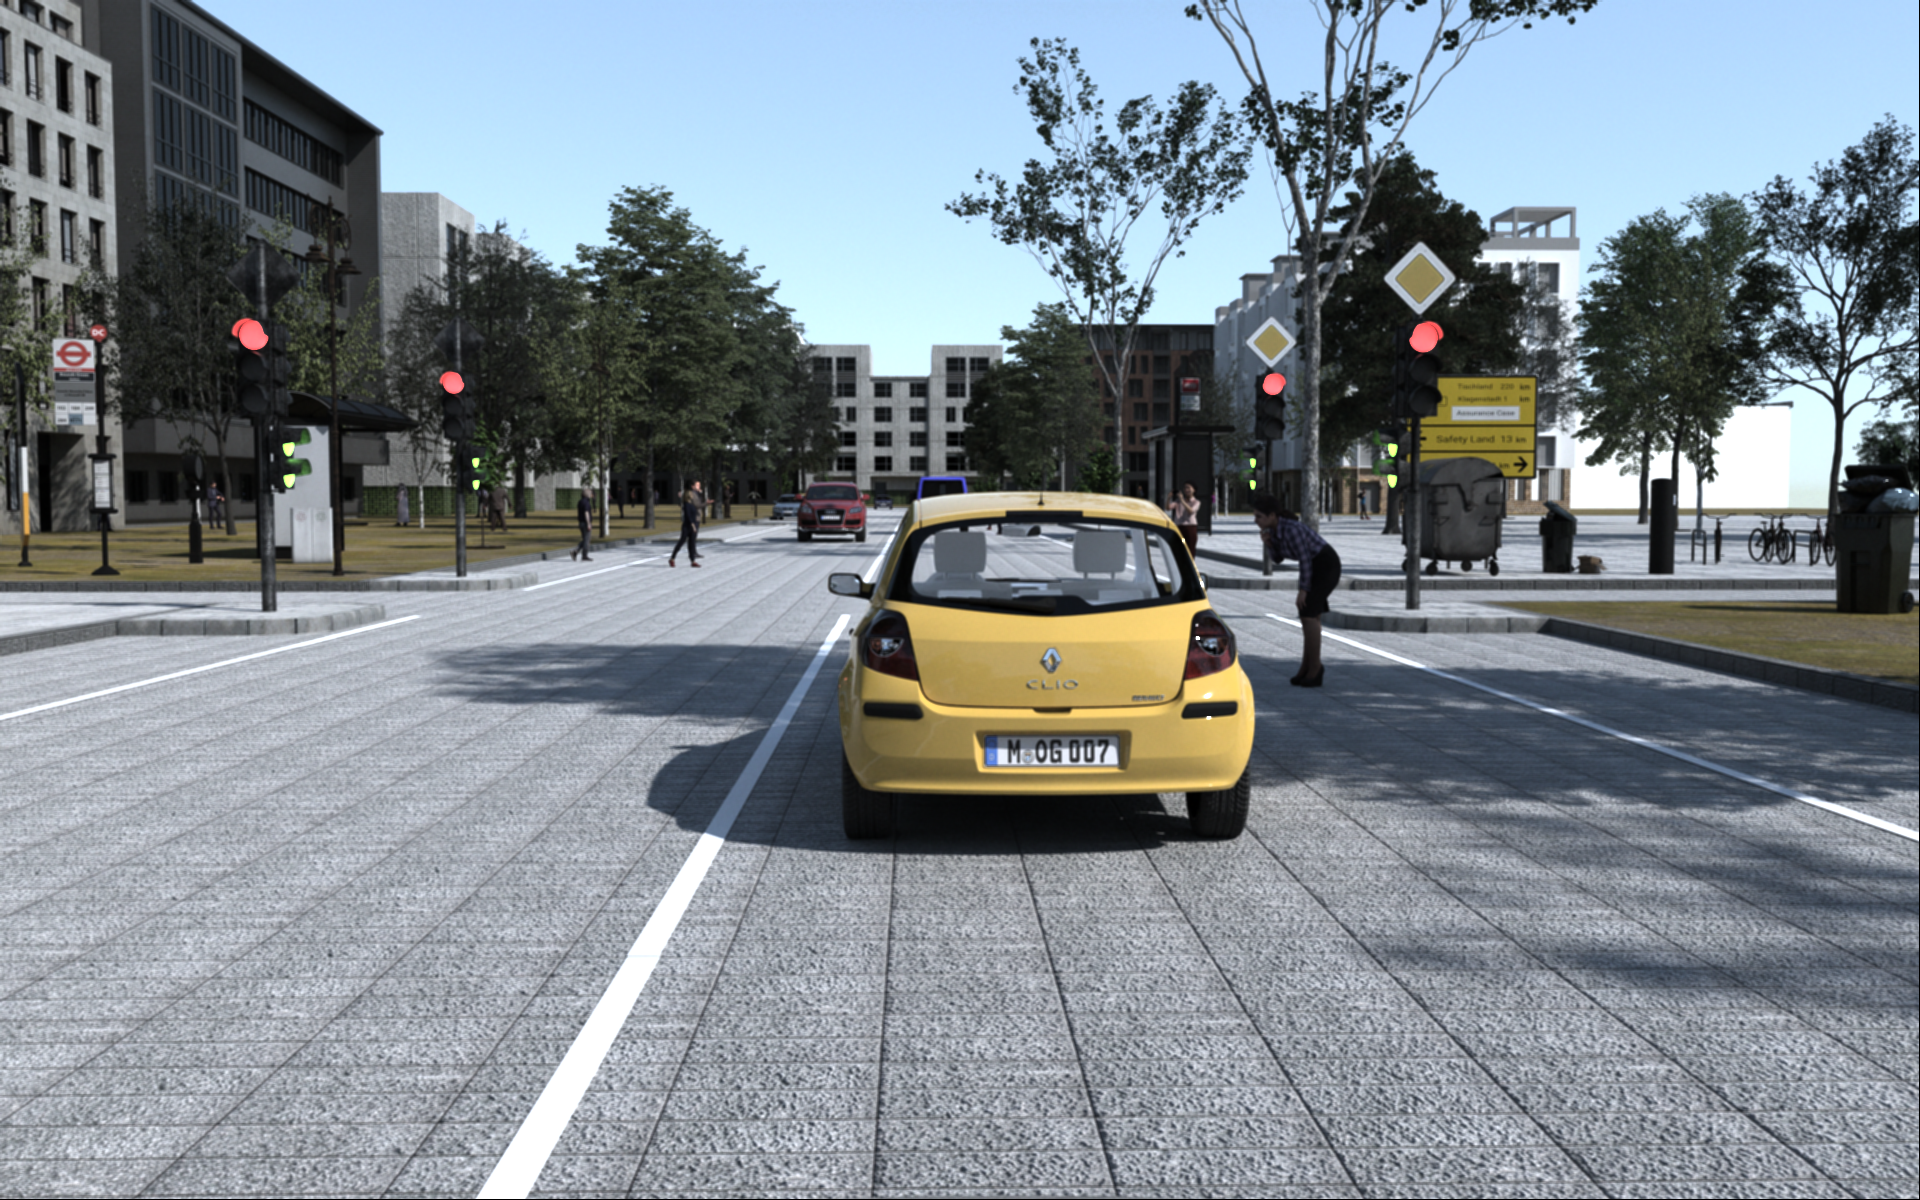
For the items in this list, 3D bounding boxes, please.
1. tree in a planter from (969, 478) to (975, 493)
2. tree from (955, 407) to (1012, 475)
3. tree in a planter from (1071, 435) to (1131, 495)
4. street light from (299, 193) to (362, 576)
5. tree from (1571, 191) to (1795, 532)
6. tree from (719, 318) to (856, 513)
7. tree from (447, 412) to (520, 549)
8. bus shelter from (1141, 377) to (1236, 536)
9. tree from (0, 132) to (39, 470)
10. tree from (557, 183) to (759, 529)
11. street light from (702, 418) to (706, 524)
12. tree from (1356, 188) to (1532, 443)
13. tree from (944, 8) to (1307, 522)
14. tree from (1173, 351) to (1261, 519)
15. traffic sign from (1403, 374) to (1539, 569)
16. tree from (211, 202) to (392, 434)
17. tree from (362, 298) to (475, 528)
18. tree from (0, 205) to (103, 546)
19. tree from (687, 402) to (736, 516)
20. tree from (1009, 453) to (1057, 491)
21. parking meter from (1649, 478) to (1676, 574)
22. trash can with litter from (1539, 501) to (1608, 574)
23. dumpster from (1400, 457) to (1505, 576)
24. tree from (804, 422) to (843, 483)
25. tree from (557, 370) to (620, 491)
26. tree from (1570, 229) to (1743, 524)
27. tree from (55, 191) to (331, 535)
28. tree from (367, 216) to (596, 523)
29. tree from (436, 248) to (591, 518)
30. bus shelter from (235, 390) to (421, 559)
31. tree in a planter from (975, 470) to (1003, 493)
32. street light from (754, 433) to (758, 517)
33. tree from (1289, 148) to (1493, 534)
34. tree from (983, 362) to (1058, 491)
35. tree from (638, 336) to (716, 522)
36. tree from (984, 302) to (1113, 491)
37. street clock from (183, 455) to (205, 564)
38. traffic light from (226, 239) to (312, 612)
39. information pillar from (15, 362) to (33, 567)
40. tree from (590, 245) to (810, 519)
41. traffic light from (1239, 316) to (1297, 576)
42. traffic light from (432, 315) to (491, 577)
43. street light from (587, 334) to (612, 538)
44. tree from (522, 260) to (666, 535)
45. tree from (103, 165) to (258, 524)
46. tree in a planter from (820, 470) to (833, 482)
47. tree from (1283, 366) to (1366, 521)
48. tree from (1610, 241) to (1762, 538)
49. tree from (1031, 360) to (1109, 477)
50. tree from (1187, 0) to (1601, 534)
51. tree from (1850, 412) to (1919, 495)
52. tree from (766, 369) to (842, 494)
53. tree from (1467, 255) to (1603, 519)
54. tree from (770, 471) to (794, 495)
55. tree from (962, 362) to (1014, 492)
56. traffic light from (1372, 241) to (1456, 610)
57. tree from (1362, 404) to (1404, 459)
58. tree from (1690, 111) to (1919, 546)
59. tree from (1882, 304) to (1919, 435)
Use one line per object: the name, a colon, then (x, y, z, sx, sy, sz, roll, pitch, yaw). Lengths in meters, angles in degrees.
tree in a planter: (1.704, -9.716, 156.077, 1.991, 3.239, 1.994, 0, 4, -1)
tree: (2.933, -14.852, 177.250, 7.601, 10.594, 8.767, 0, 4, -6)
tree in a planter: (4.241, -3.384, 52.555, 1.991, 3.239, 1.994, 0, 4, -1)
street light: (-9.759, -3.316, 27.009, 0.468, 5.910, 1.993, 0, 4, -1)
tree: (24.772, -8.179, 59.478, 9.928, 11.665, 9.643, 0, 3, 0)
tree: (-12.346, -12.783, 119.365, 12.009, 13.543, 11.850, 0, 3, 0)
tree: (-11.174, -2.833, 40.922, 1.663, 3.219, 1.824, 0, 3, 0)
bus shelter: (7.274, -4.866, 57.183, 2.179, 5.291, 8.768, 0, 4, -1)
tree: (-19.399, -5.030, 32.610, 4.360, 8.622, 3.978, 0, 3, 0)
tree: (-11.145, -8.917, 63.919, 7.486, 12.596, 7.792, 0, 3, 0)
street light: (-10.977, -6.195, 74.073, 0.468, 5.910, 1.993, 0, 4, -1)
tree: (19.695, -10.046, 71.672, 7.806, 13.903, 7.818, 0, 3, 0)
tree: (5.291, -13.333, 73.881, 12.611, 20.169, 13.585, 0, 3, 0)
tree: (13.022, -8.447, 88.468, 4.360, 8.622, 3.978, 0, 3, 0)
traffic sign: (8.695, -2.183, 29.570, 2.265, 3.308, 0.079, 0, 4, 2)
tree: (-17.028, -5.779, 44.855, 4.737, 8.622, 4.395, 0, 3, 0)
tree: (-20.202, -6.998, 64.783, 4.360, 8.622, 3.978, 0, 3, 0)
tree: (-23.767, -5.662, 42.935, 4.737, 8.622, 4.395, 0, 3, 0)
tree: (-14.530, -9.084, 98.879, 4.737, 8.622, 4.395, 0, 3, 0)
tree: (4.861, -8.117, 116.418, 4.285, 4.588, 4.351, 0, 3, 0)
parking meter: (11.278, -1.186, 27.808, 0.372, 1.533, 0.369, 0, 3, 0)
trash can with litter: (9.951, -1.022, 28.089, 1.055, 1.170, 0.624, 2, 4, 35)
dumpster: (7.895, -1.349, 27.823, 1.264, 1.857, 1.865, 0, 4, -1)
tree: (-13.870, -13.921, 177.976, 4.360, 8.622, 3.978, 0, 3, 0)
tree: (-21.303, -9.082, 98.857, 4.360, 8.622, 3.978, 0, 3, 0)
tree: (29.741, -9.538, 74.069, 7.486, 12.596, 7.792, 0, 3, 0)
tree: (-23.053, -7.303, 53.823, 7.601, 10.594, 8.767, 1, 4, 14)
tree: (-20.937, -10.192, 77.008, 12.009, 13.543, 11.850, 0, 3, 0)
tree: (-23.076, -11.270, 90.916, 9.857, 13.997, 8.962, 0, 3, 0)
bus shelter: (-13.140, -2.603, 36.479, 2.014, 3.302, 5.546, 0, 4, -2)
tree in a planter: (2.368, -8.056, 128.946, 1.991, 3.239, 1.994, 0, 4, -1)
street light: (-11.517, -7.631, 97.555, 0.468, 5.910, 1.993, 0, 4, -1)
tree: (13.846, -8.121, 54.838, 6.751, 12.117, 7.091, 0, 3, 0)
tree: (5.277, -13.509, 142.933, 6.751, 12.117, 7.091, 0, 3, 0)
tree: (-12.893, -7.922, 79.889, 4.360, 8.622, 3.978, 0, 3, 0)
tree: (5.173, -11.253, 102.121, 7.486, 12.596, 7.792, 0, 3, 0)
street clock: (-14.118, -1.675, 31.954, 0.358, 2.002, 0.471, 0, 4, -5)
traffic light: (-7.539, -1.810, 18.833, 0.839, 4.213, 0.868, 0, 4, -1)
information pillar: (-16.576, -2.402, 30.628, 0.183, 3.616, 0.504, -3, 4, -36)
tree: (-12.514, -11.097, 88.087, 9.857, 13.997, 8.962, 0, 3, 0)
traffic light: (4.823, -2.318, 27.137, 0.839, 4.213, 0.868, 0, 4, -1)
traffic light: (-7.735, -2.298, 26.815, 0.839, 4.213, 0.868, 0, 4, -1)
street light: (-10.437, -4.739, 50.274, 0.468, 5.910, 1.993, 0, 4, -1)
tree: (-11.261, -6.319, 53.680, 4.737, 8.622, 4.395, 0, 3, 0)
tree: (-17.216, -5.379, 38.304, 4.360, 8.622, 3.978, 0, 3, 0)
tree in a planter: (-9.948, -8.041, 128.698, 1.991, 3.239, 1.994, 0, 4, -1)
tree: (19.082, -8.523, 89.708, 4.737, 8.622, 4.395, 0, 3, 0)
tree: (21.136, -6.082, 49.803, 4.737, 8.622, 4.395, 0, 3, 0)
tree: (6.215, -8.791, 94.100, 4.360, 8.622, 3.978, 0, 3, 0)
tree: (9.201, -11.109, 37.518, 12.611, 20.169, 13.585, 0, 3, 0)
tree: (57.508, -7.836, 91.018, 20.602, 7.101, 11.467, 3, 4, 38)
tree: (-13.393, -13.819, 147.996, 6.751, 12.117, 7.091, 0, 3, 0)
tree: (28.237, -10.948, 89.374, 12.009, 13.543, 11.850, 0, 3, 0)
tree: (-13.080, -8.219, 128.975, 1.663, 3.219, 1.824, 0, 3, 0)
tree: (4.039, -15.818, 166.041, 7.806, 13.903, 7.818, 0, 3, 0)
traffic light: (5.018, -1.829, 19.155, 0.839, 4.213, 0.868, 0, 4, -1)
tree: (24.489, -9.012, 97.709, 4.360, 8.622, 3.978, 0, 3, 0)
tree: (21.723, -6.592, 42.196, 7.601, 10.594, 8.767, 1, 4, 14)
tree: (33.393, -6.616, 58.538, 4.360, 8.622, 3.978, 0, 3, 0)
